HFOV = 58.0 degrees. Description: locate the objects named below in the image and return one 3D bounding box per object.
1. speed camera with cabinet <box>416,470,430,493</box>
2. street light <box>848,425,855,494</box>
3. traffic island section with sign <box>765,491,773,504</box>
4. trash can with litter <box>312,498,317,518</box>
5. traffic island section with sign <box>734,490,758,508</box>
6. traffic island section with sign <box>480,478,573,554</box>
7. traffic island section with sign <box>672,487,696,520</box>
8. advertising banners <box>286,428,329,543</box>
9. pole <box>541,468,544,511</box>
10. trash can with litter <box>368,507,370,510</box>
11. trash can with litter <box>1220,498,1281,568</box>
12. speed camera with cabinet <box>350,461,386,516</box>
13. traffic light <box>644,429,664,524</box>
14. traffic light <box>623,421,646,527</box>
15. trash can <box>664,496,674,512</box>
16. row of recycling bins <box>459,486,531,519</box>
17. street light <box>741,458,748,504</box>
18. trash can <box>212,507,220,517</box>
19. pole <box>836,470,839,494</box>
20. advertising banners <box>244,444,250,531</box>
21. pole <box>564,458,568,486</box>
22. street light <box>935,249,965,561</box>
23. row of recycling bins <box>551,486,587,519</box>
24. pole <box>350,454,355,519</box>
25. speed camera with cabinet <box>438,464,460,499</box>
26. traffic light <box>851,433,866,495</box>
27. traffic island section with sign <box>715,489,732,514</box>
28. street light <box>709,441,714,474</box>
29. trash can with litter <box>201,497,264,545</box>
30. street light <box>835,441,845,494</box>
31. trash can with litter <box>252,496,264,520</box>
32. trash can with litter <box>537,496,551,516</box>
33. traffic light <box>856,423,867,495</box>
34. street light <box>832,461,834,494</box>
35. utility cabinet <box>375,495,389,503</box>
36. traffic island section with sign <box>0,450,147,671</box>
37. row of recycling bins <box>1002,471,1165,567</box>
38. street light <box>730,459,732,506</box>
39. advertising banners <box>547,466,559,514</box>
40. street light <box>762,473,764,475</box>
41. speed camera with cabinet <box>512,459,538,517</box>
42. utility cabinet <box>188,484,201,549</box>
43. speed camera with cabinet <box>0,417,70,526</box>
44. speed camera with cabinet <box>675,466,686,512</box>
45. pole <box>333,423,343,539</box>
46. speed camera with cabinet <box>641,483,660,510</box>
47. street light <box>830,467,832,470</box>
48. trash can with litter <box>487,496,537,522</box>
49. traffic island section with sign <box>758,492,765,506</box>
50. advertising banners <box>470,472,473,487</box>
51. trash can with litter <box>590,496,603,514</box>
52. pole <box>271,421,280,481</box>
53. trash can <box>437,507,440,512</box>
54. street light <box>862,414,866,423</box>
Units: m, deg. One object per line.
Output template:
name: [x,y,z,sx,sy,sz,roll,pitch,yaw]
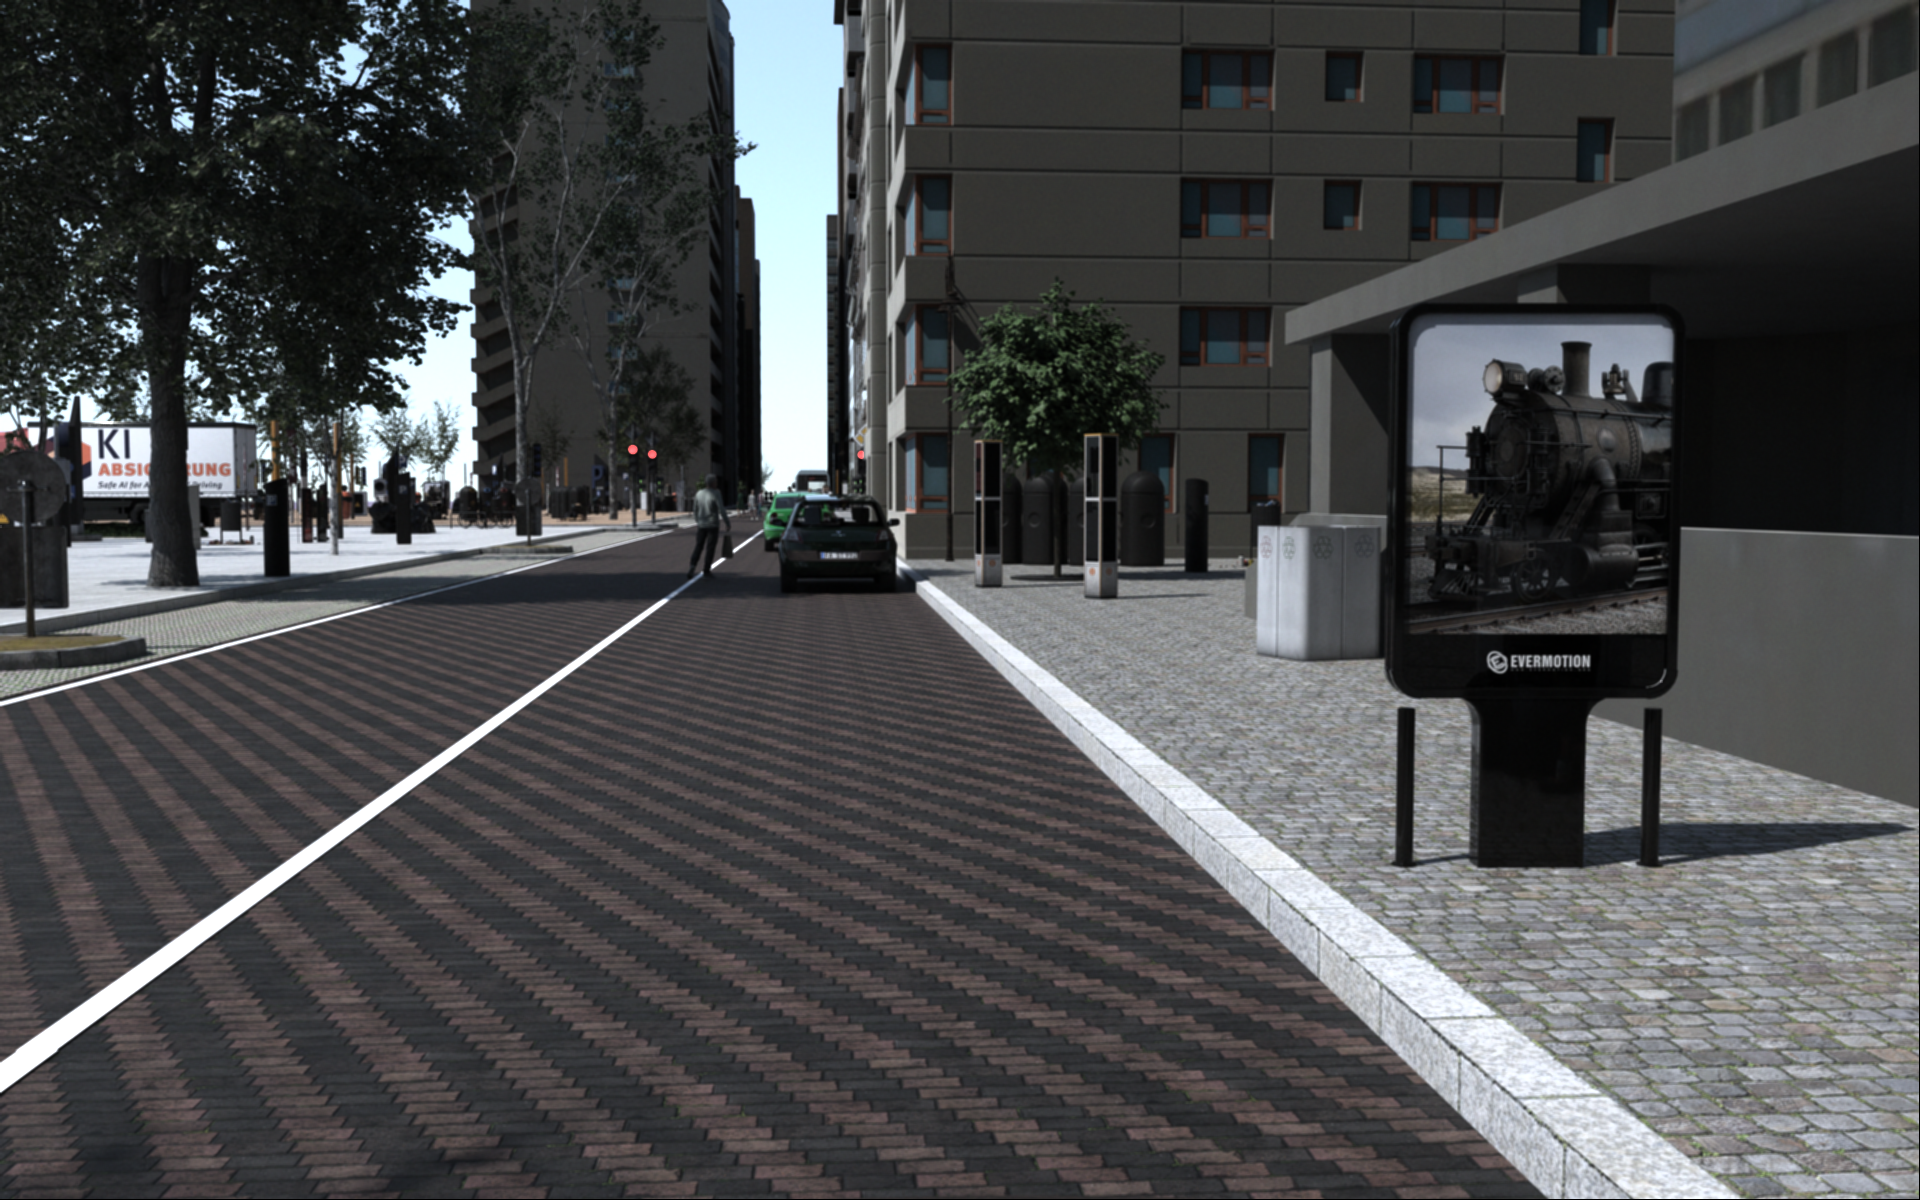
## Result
speed camera with cabinet: [-42.485,-8.684,136.322,2.038,3.252,0.660,-1,4,-21]
street light: [-7.238,-8.753,115.905,0.468,5.910,1.993,0,4,-5]
traffic island section with sign: [-28.535,-15.122,255.878,1.989,1.847,2.006,0,4,-5]
trash can with litter: [-34.049,-4.913,91.716,1.055,1.170,0.624,-1,4,-8]
traffic island section with sign: [-21.566,-10.078,173.400,1.989,1.847,2.006,0,4,-5]
traffic island section with sign: [-10.463,-2.039,41.969,1.989,1.847,2.006,0,4,-5]
traffic island section with sign: [-15.137,-5.427,97.364,1.989,1.847,2.006,0,4,-5]
advertising banners: [-17.232,-3.028,45.703,0.090,3.025,2.074,1,4,8]
pole: [-32.295,-8.573,134.015,0.158,3.312,0.155,0,3,0]
trash can with litter: [-47.341,-7.739,137.921,1.055,1.170,0.624,1,4,23]
trash can with litter: [5.774,-1.192,30.548,2.233,1.210,1.678,1,4,16]
speed camera with cabinet: [-34.833,-6.576,101.849,2.038,3.252,0.660,-1,4,-15]
traffic light: [-13.165,-5.229,74.408,0.839,4.253,0.868,0,4,-5]
traffic light: [-12.493,-4.742,66.451,0.839,4.253,0.868,0,4,-5]
trash can: [-20.925,-6.903,124.520,0.748,1.137,0.748,0,3,0]
row of recycling bins: [-23.877,-5.007,88.970,3.534,1.692,1.069,-1,4,-20]
street light: [-27.591,-15.122,220.039,0.468,5.910,1.993,0,4,-5]
trash can: [-41.284,-5.184,96.406,0.748,1.137,0.748,0,3,0]
pole: [-10.278,-9.273,145.459,0.158,3.312,0.155,0,3,0]
advertising banners: [-25.014,-3.946,60.709,0.090,3.025,2.074,-1,4,-19]
pole: [-21.948,-6.283,96.564,0.158,3.312,0.155,0,3,0]
street light: [-0.196,-3.680,32.952,0.468,5.910,1.993,0,4,-5]
row of recycling bins: [-20.438,-5.087,90.291,1.069,1.692,3.534,-2,4,-33]
pole: [-30.952,-5.771,88.201,0.158,3.312,0.155,0,3,0]
speed camera with cabinet: [-33.423,-7.358,114.632,2.038,3.252,0.660,0,4,-7]
traffic light: [-4.286,-5.275,75.171,0.839,4.253,0.868,0,4,-5]
traffic island section with sign: [-17.414,-7.070,124.223,1.989,1.847,2.006,0,4,-5]
street light: [-21.713,-10.925,151.406,0.468,5.910,1.993,0,4,-5]
trash can with litter: [-18.875,-2.018,44.044,2.233,1.210,1.678,0,4,3]
street light: [-10.891,-11.303,157.587,0.468,5.910,1.993,0,4,-5]
trash can with litter: [-34.068,-4.470,84.475,1.055,1.170,0.624,3,5,44]
trash can with litter: [-24.724,-5.565,102.051,1.678,1.210,2.233,2,4,25]
traffic light: [-3.614,-4.789,67.215,0.839,4.253,0.868,0,4,-5]
street light: [-13.654,-13.373,191.434,0.468,5.910,1.993,0,4,-5]
utility cabinet: [-31.990,-5.177,95.809,1.020,1.237,0.306,3,5,43]
traffic island section with sign: [-8.170,-0.377,14.786,1.989,1.847,2.006,0,4,-5]
row of recycling bins: [2.003,-1.482,31.337,3.534,1.692,1.069,2,4,24]
street light: [-24.526,-12.995,185.249,0.468,5.910,1.993,0,4,-5]
advertising banners: [-25.877,-6.977,110.254,0.090,3.025,2.074,-2,4,-33]
street light: [-34.475,-20.189,302.880,0.468,5.910,1.993,0,4,-5]
speed camera with cabinet: [-24.612,-6.261,96.711,2.038,3.252,0.660,-2,4,-30]
utility cabinet: [-17.921,-1.901,39.760,1.173,1.500,0.318,2,4,35]
speed camera with cabinet: [-23.829,-3.058,44.330,2.038,3.252,0.660,1,4,13]
speed camera with cabinet: [-19.752,-7.835,122.434,0.660,3.252,2.038,0,4,-5]
pole: [-17.853,-3.418,49.725,0.158,3.312,0.155,0,3,0]
speed camera with cabinet: [-24.675,-8.785,137.968,0.660,3.252,2.038,1,4,20]
street light: [-16.503,-15.472,225.750,0.468,5.910,1.993,0,4,-5]
trash can with litter: [-21.192,-4.263,80.758,2.233,1.210,1.678,-2,4,-29]
traffic island section with sign: [-23.833,-11.721,200.260,1.989,1.847,2.006,0,4,-5]
advertising banners: [-39.921,-8.821,140.410,0.090,3.025,2.074,-3,4,-39]
trash can with litter: [-23.854,-6.209,112.897,0.624,1.170,1.055,3,5,40]
pole: [-19.042,-3.327,48.241,0.158,3.312,0.155,0,3,0]
trash can: [-32.842,-5.913,108.339,0.748,1.137,0.748,0,3,0]
street light: [-4.382,-6.659,81.660,0.468,5.910,1.993,0,4,-5]
